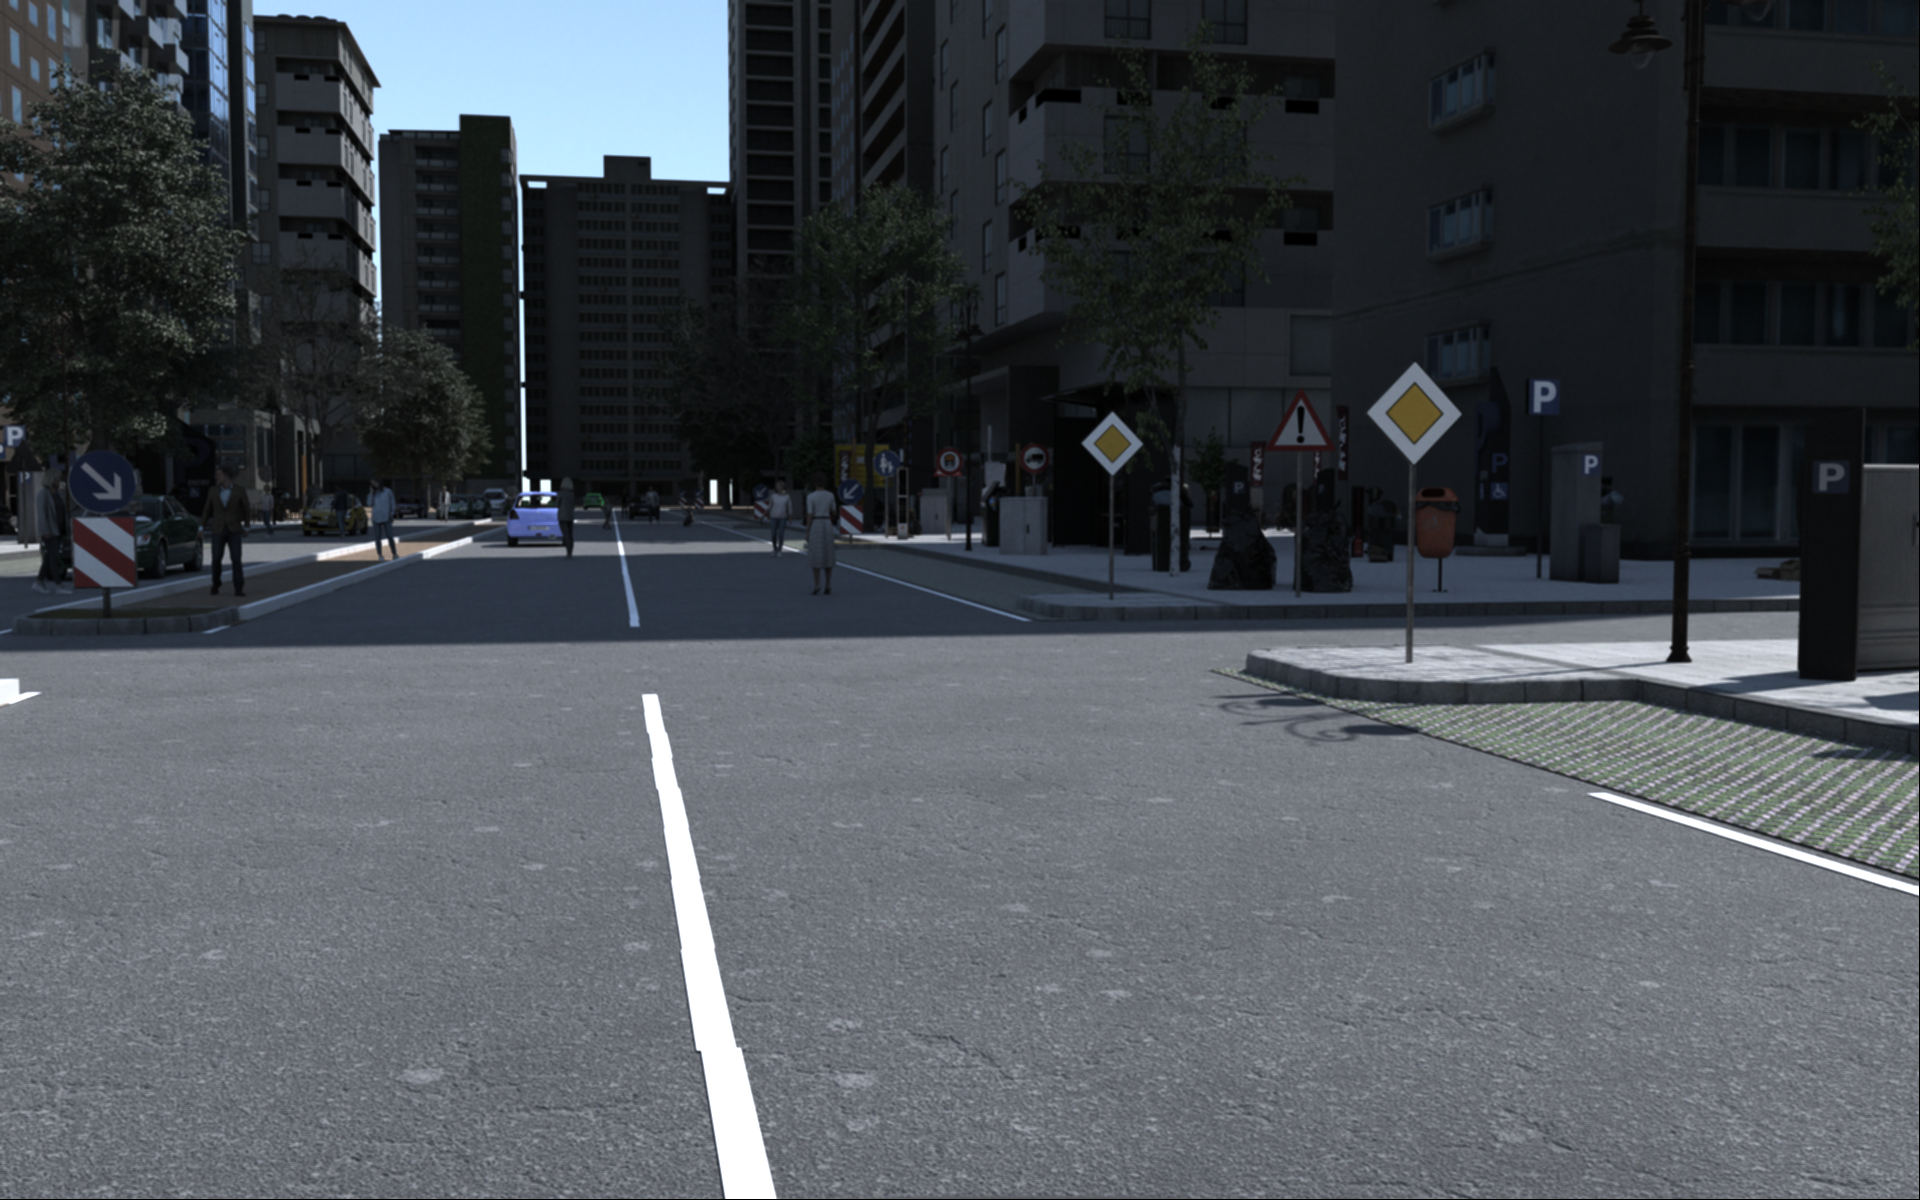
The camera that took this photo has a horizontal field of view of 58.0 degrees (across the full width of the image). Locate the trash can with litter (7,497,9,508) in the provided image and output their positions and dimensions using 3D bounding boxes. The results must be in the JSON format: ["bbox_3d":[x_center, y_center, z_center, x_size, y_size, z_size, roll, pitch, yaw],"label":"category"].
[{"bbox_3d":[-36.337,-3.354,65.902,1.678,1.210,2.233,0,4,-6],"label":"trash can with litter"}]

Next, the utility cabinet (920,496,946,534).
[{"bbox_3d":[-0.823,-2.750,56.124,1.020,1.237,0.306,3,4,36],"label":"utility cabinet"}]

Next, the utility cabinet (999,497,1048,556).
[{"bbox_3d":[1.328,-1.547,36.450,1.020,1.237,0.306,2,4,32],"label":"utility cabinet"}]

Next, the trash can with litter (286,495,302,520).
[{"bbox_3d":[-32.608,-4.574,85.847,2.233,1.210,1.678,0,4,-6],"label":"trash can with litter"}]

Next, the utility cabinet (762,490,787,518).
[{"bbox_3d":[-9.593,-4.893,88.673,1.173,1.500,0.318,1,4,9],"label":"utility cabinet"}]

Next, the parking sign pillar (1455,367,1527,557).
[{"bbox_3d":[11.101,-2.914,36.121,1.447,3.967,1.447,0,4,4],"label":"parking sign pillar"}]

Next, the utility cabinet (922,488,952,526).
[{"bbox_3d":[-0.912,-3.645,68.273,1.173,1.500,0.318,0,3,0],"label":"utility cabinet"}]

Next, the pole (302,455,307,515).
[{"bbox_3d":[-34.264,-5.914,90.529,0.158,3.312,0.155,0,3,0],"label":"pole"}]

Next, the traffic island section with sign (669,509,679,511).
[{"bbox_3d":[-23.920,-8.554,148.491,1.989,1.847,2.006,-1,4,-11],"label":"traffic island section with sign"}]

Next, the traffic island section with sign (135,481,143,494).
[{"bbox_3d":[-20.105,-2.023,41.698,1.989,1.847,2.006,-1,4,-11],"label":"traffic island section with sign"}]

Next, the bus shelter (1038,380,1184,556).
[{"bbox_3d":[3.331,-2.922,39.051,1.731,3.624,6.357,-1,4,-11],"label":"bus shelter"}]

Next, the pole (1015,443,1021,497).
[{"bbox_3d":[2.324,-4.606,69.157,0.158,3.312,0.155,0,3,0],"label":"pole"}]

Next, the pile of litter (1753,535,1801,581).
[{"bbox_3d":[12.574,-0.739,26.041,1.176,0.858,1.719,2,4,33],"label":"pile of litter"}]

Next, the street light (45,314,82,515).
[{"bbox_3d":[-23.097,-4.401,44.739,0.468,5.910,1.993,-1,4,-11],"label":"street light"}]

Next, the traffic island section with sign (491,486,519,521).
[{"bbox_3d":[-23.852,-5.138,92.146,2.006,1.907,1.989,-1,4,-11],"label":"traffic island section with sign"}]

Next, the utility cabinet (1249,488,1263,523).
[{"bbox_3d":[10.897,-3.491,65.760,1.173,1.500,0.318,-1,4,-14],"label":"utility cabinet"}]

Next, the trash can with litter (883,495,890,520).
[{"bbox_3d":[-3.876,-4.680,87.581,2.233,1.210,1.678,1,4,17],"label":"trash can with litter"}]

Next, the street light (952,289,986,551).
[{"bbox_3d":[0.195,-4.060,39.172,0.468,5.910,1.993,-1,4,-11],"label":"street light"}]

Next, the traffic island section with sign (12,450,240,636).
[{"bbox_3d":[-8.955,-0.633,18.493,2.006,1.907,1.989,-1,4,-11],"label":"traffic island section with sign"}]

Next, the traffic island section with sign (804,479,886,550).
[{"bbox_3d":[-3.057,-2.242,45.280,1.989,1.847,2.006,-1,4,-11],"label":"traffic island section with sign"}]

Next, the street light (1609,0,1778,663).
[{"bbox_3d":[5.504,-2.464,13.078,0.468,5.910,1.993,-1,4,-11],"label":"street light"}]

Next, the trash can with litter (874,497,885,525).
[{"bbox_3d":[-3.191,-3.698,71.855,1.055,1.170,0.624,-1,4,-13],"label":"trash can with litter"}]

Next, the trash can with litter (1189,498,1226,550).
[{"bbox_3d":[5.887,-1.758,39.804,2.233,1.210,1.678,0,4,-2],"label":"trash can with litter"}]

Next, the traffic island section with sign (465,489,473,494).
[{"bbox_3d":[-40.901,-8.313,144.553,1.989,1.847,2.006,-1,4,-11],"label":"traffic island section with sign"}]

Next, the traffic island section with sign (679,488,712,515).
[{"bbox_3d":[-18.449,-6.900,121.450,1.989,1.847,2.006,-1,4,-11],"label":"traffic island section with sign"}]

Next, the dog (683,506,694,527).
[{"bbox_3d":[-11.971,-3.648,76.486,0.513,0.831,0.800,0,4,7],"label":"dog"}]

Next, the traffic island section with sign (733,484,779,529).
[{"bbox_3d":[-8.396,-3.858,71.704,1.989,1.847,2.006,-1,4,-11],"label":"traffic island section with sign"}]

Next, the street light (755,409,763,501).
[{"bbox_3d":[-10.980,-7.452,94.620,0.468,5.910,1.993,-1,4,-11],"label":"street light"}]

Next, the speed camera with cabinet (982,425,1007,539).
[{"bbox_3d":[0.982,-3.353,49.161,0.660,3.252,2.038,0,4,5],"label":"speed camera with cabinet"}]

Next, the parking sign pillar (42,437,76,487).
[{"bbox_3d":[-35.652,-4.907,68.704,1.447,3.967,1.447,2,4,34],"label":"parking sign pillar"}]

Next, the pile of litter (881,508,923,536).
[{"bbox_3d":[-1.833,-2.432,53.730,1.176,0.858,1.719,3,5,43],"label":"pile of litter"}]

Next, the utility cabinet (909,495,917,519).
[{"bbox_3d":[-2.204,-4.755,88.899,0.306,1.237,1.020,2,4,33],"label":"utility cabinet"}]

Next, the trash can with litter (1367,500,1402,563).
[{"bbox_3d":[8.020,-1.307,32.762,0.624,1.170,1.055,1,4,16],"label":"trash can with litter"}]

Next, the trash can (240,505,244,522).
[{"bbox_3d":[-33.007,-4.127,79.128,0.748,1.137,0.748,0,3,0],"label":"trash can"}]

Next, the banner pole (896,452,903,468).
[{"bbox_3d":[-2.887,-6.087,89.543,0.863,3.779,0.401,0,4,-6],"label":"banner pole"}]

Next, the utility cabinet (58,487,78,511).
[{"bbox_3d":[-28.372,-2.870,55.609,0.318,1.500,1.173,2,4,31],"label":"utility cabinet"}]

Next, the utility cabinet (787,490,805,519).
[{"bbox_3d":[-8.584,-4.953,89.656,1.173,1.500,0.318,-3,4,-36],"label":"utility cabinet"}]

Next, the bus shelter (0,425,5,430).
[{"bbox_3d":[-22.624,-2.657,37.371,2.014,3.302,5.546,-1,4,-11],"label":"bus shelter"}]

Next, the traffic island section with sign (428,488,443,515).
[{"bbox_3d":[-35.522,-6.689,117.987,1.989,1.847,2.006,-1,4,-11],"label":"traffic island section with sign"}]

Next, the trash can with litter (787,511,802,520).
[{"bbox_3d":[-8.205,-4.538,85.258,2.233,1.210,1.678,-1,4,-10],"label":"trash can with litter"}]

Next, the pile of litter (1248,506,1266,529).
[{"bbox_3d":[10.675,-3.056,63.924,1.176,0.858,1.719,-1,4,-20],"label":"pile of litter"}]

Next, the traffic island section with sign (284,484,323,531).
[{"bbox_3d":[-25.505,-3.656,68.403,1.989,1.847,2.006,-1,4,-11],"label":"traffic island section with sign"}]

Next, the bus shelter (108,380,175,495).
[{"bbox_3d":[-29.196,-5.181,62.335,2.179,5.291,8.768,-1,4,-11],"label":"bus shelter"}]

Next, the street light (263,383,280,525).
[{"bbox_3d":[-28.672,-6.083,72.245,0.468,5.910,1.993,-1,4,-11],"label":"street light"}]

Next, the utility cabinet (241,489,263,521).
[{"bbox_3d":[-33.655,-4.486,82.033,1.173,1.500,0.318,0,3,0],"label":"utility cabinet"}]

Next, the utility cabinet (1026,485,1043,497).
[{"bbox_3d":[1.903,-2.206,44.744,0.318,1.500,1.173,0,4,-5],"label":"utility cabinet"}]

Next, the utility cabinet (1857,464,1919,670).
[{"bbox_3d":[6.802,-0.244,12.673,1.173,1.500,0.318,-1,4,-22],"label":"utility cabinet"}]

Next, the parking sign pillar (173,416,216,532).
[{"bbox_3d":[-26.303,-4.347,59.542,1.447,3.967,1.447,-1,4,-13],"label":"parking sign pillar"}]

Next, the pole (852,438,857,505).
[{"bbox_3d":[-3.831,-4.221,62.862,0.158,3.312,0.155,0,3,0],"label":"pole"}]

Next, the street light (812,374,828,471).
[{"bbox_3d":[-5.424,-5.769,67.110,0.468,5.910,1.993,-1,4,-11],"label":"street light"}]

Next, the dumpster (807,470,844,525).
[{"bbox_3d":[-5.500,-4.230,71.651,1.502,2.255,1.985,-1,4,-12],"label":"dumpster"}]

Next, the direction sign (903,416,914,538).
[{"bbox_3d":[-1.524,-3.587,50.643,0.379,3.537,0.876,-1,4,-18],"label":"direction sign"}]
